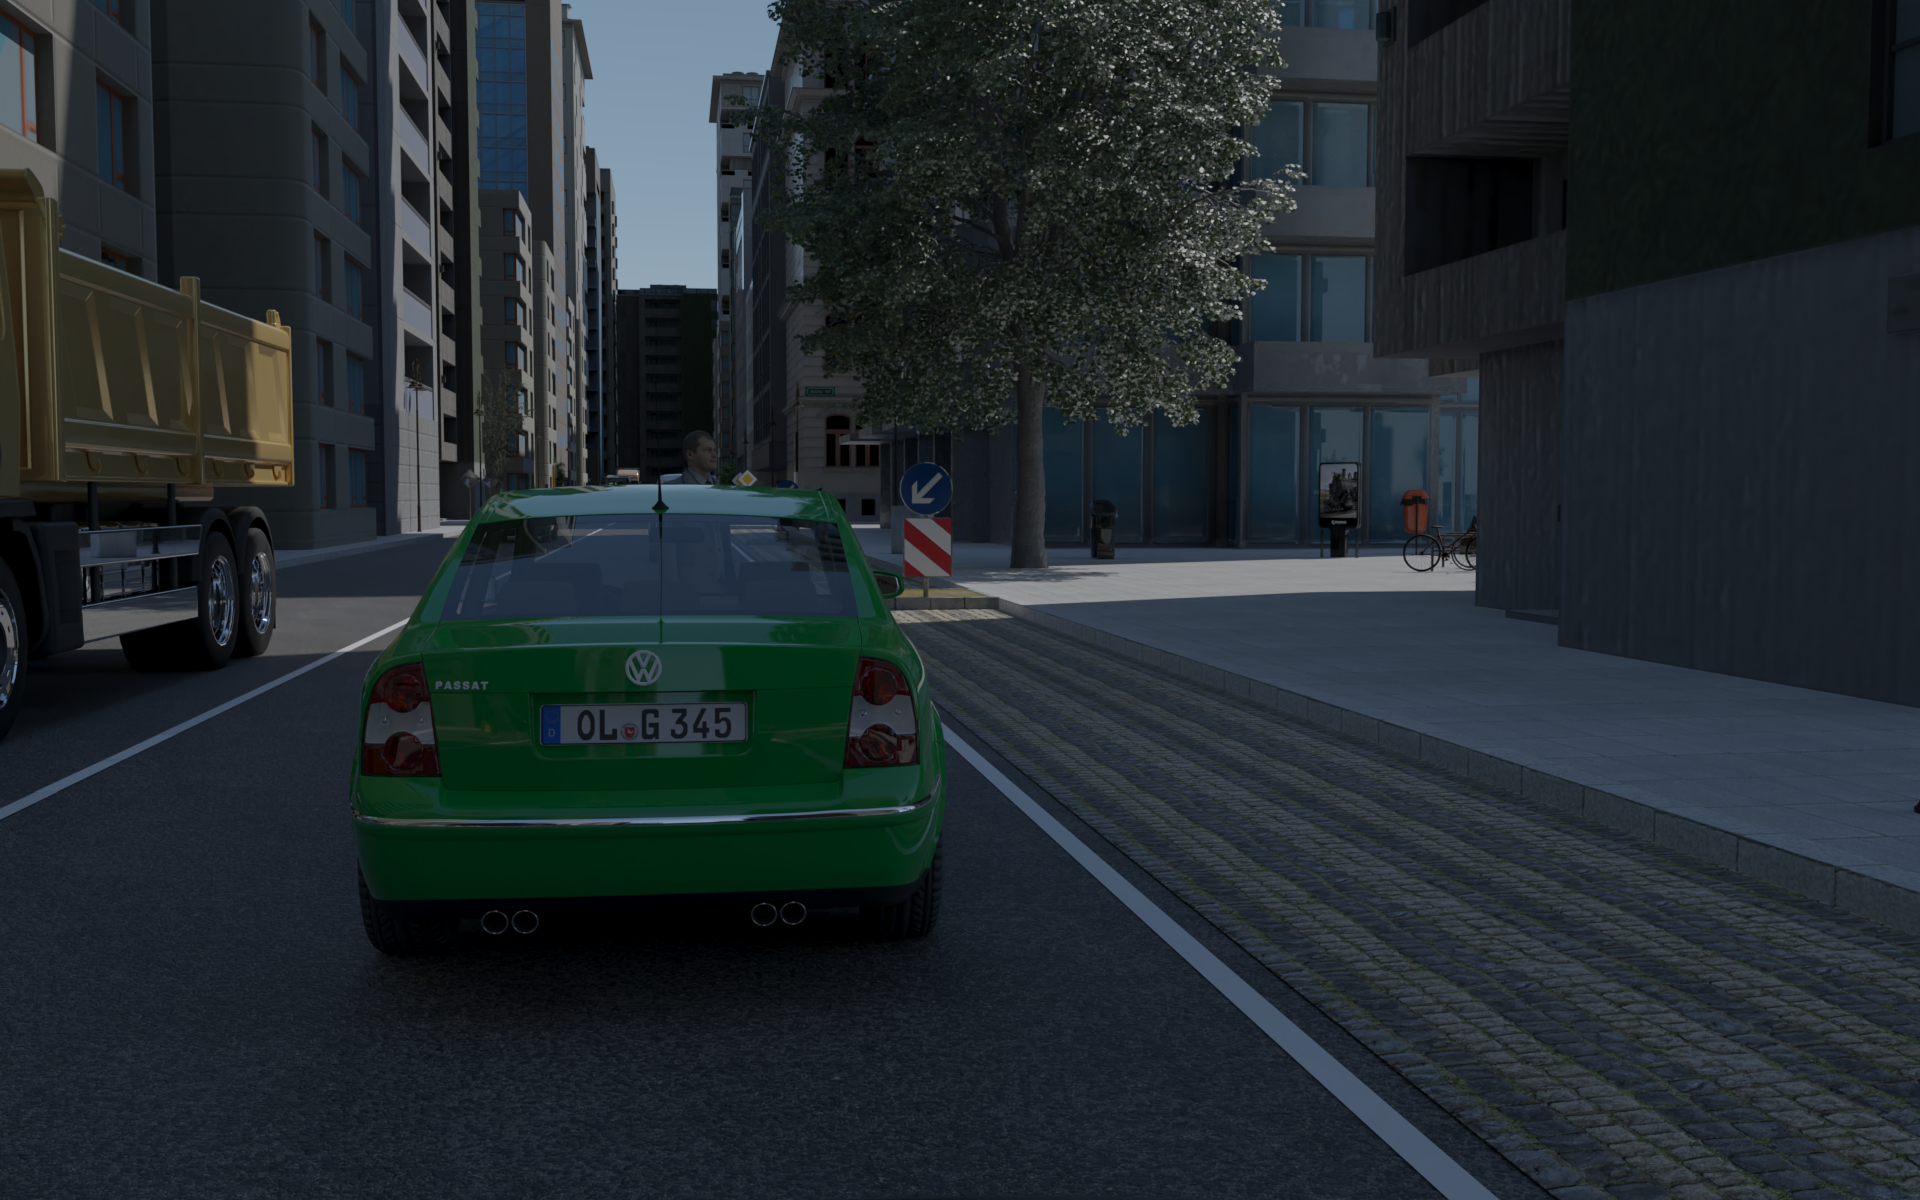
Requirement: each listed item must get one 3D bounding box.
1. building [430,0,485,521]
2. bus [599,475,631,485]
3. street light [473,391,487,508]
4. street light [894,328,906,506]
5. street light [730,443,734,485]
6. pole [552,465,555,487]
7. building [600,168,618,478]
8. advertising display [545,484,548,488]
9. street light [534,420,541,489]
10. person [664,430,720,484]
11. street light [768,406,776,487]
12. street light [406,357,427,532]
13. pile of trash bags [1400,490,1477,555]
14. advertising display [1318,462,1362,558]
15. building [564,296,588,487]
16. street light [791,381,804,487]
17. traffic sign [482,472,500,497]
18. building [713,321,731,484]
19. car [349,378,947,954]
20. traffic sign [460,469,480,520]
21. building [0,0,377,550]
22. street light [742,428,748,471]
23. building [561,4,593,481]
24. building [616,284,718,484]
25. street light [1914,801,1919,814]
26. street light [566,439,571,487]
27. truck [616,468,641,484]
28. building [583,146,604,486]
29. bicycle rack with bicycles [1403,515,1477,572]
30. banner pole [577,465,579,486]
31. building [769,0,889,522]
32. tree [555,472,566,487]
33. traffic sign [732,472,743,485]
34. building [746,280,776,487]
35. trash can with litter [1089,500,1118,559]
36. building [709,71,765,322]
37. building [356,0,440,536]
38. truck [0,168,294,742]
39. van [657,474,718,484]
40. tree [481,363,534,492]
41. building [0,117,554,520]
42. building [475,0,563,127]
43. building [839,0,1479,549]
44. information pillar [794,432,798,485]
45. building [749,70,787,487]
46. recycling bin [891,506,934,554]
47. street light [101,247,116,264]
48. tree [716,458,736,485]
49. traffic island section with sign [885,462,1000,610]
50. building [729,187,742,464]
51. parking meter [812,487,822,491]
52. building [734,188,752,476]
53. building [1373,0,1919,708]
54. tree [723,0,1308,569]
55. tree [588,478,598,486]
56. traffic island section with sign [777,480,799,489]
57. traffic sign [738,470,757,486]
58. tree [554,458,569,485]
[{"bbox_3d":[-30.777,-18.997,82.302,14.160,30.474,14.107,-1,4,-9],"label":"building"},{"bbox_3d":[-32.842,-10.452,165.745,2.948,3.499,13.247,-1,4,-10],"label":"bus"},{"bbox_3d":[-21.431,-6.397,77.378,0.468,5.910,1.993,-1,4,-9],"label":"street light"},{"bbox_3d":[-1.451,-4.064,39.227,0.468,5.910,1.993,-1,4,-9],"label":"street light"},{"bbox_3d":[-20.122,-11.017,152.915,0.468,5.910,1.993,-1,4,-9],"label":"street light"},{"bbox_3d":[-28.697,-7.861,122.373,0.158,3.312,0.155,0,3,0],"label":"pole"},{"bbox_3d":[-59.105,-37.874,242.945,21.600,48.544,21.300,-1,4,-9],"label":"building"},{"bbox_3d":[-26.053,-6.358,109.171,0.123,1.923,0.974,-1,4,-18],"label":"advertising display"},{"bbox_3d":[-26.508,-8.321,108.843,0.468,5.910,1.993,-1,4,-9],"label":"street light"},{"bbox_3d":[-1.551,-0.109,10.376,0.767,1.812,0.694,2,4,29],"label":"person"},{"bbox_3d":[-9.713,-7.152,89.726,0.468,5.910,1.993,-1,4,-9],"label":"street light"},{"bbox_3d":[-18.288,-5.237,58.415,0.468,5.910,1.993,-1,4,-9],"label":"street light"},{"bbox_3d":[11.038,-1.636,36.496,3.447,1.369,1.912,0,4,8],"label":"pile of trash bags"},{"bbox_3d":[7.684,-1.825,35.053,0.123,1.923,0.974,-3,5,-42],"label":"advertising display"},{"bbox_3d":[-50.114,-19.477,163.490,27.650,21.520,28.899,-1,4,-9],"label":"building"},{"bbox_3d":[-6.659,-6.013,71.106,0.468,5.910,1.993,-1,4,-9],"label":"street light"},{"bbox_3d":[-20.921,-4.504,77.287,0.795,2.450,0.064,-1,4,-9],"label":"traffic sign"},{"bbox_3d":[-12.664,-21.045,189.131,27.650,21.520,28.899,-1,4,-9],"label":"building"},{"bbox_3d":[-1.132,0.119,6.850,1.959,1.807,4.718,0,4,-7],"label":"car"},{"bbox_3d":[-19.626,-4.022,69.407,0.795,2.450,0.064,-1,4,-9],"label":"traffic sign"},{"bbox_3d":[-27.627,-11.394,31.336,27.650,21.520,28.899,-1,4,-9],"label":"building"},{"bbox_3d":[-14.986,-9.075,121.159,0.468,5.910,1.993,-1,4,-9],"label":"street light"},{"bbox_3d":[-55.167,-36.758,190.230,28.713,52.752,27.495,-1,4,-9],"label":"building"},{"bbox_3d":[-40.781,-28.770,242.088,14.107,30.474,14.160,-1,4,-9],"label":"building"},{"bbox_3d":[3.935,-2.079,6.780,0.468,5.910,1.993,-1,4,-9],"label":"street light"},{"bbox_3d":[-31.816,-10.274,140.774,0.468,5.910,1.993,-1,4,-9],"label":"street light"},{"bbox_3d":[-35.960,-12.157,187.674,2.839,4.237,11.283,-1,4,-10],"label":"truck"},{"bbox_3d":[-52.579,-34.726,217.881,14.200,45.320,14.600,-1,4,-9],"label":"building"},{"bbox_3d":[9.081,-0.959,29.062,2.925,0.926,2.852,1,4,22],"label":"bicycle rack with bicycles"},{"bbox_3d":[-32.533,-9.641,147.650,0.401,3.779,0.863,-1,4,-15],"label":"banner pole"},{"bbox_3d":[2.699,-18.328,87.057,23.554,28.519,14.401,-1,4,-9],"label":"building"},{"bbox_3d":[-30.409,-8.219,128.984,1.663,3.219,1.824,0,3,0],"label":"tree"},{"bbox_3d":[-10.019,-4.612,79.052,0.795,2.450,0.064,-1,4,-9],"label":"traffic sign"},{"bbox_3d":[-9.994,-16.606,126.261,10.420,20.320,16.860,-1,4,-9],"label":"building"},{"bbox_3d":[2.913,-1.409,34.422,0.624,1.170,1.055,0,4,-5],"label":"trash can with litter"},{"bbox_3d":[-16.418,-38.355,216.337,28.713,52.752,27.495,-1,4,-9],"label":"building"},{"bbox_3d":[-32.804,-31.509,57.178,28.212,58.520,21.231,-1,4,-9],"label":"building"},{"bbox_3d":[-6.944,-0.959,11.602,3.469,3.379,9.791,0,4,-8],"label":"truck"},{"bbox_3d":[-5.903,-1.878,37.718,2.013,2.044,4.112,-1,4,-8],"label":"van"},{"bbox_3d":[-25.810,-8.934,96.438,4.360,8.622,3.978,0,3,0],"label":"tree"},{"bbox_3d":[-41.008,-16.251,110.741,27.650,21.520,28.899,-1,4,-9],"label":"building"},{"bbox_3d":[-39.494,-29.972,140.151,14.600,45.320,14.200,-1,4,-9],"label":"building"},{"bbox_3d":[8.828,-26.527,53.322,23.786,49.044,30.456,-1,4,-9],"label":"building"},{"bbox_3d":[-6.175,-4.517,65.200,0.183,3.616,0.504,-1,4,-15],"label":"information pillar"},{"bbox_3d":[-5.126,-19.085,105.554,14.314,27.812,24.014,-1,4,-9],"label":"building"},{"bbox_3d":[-1.019,-1.509,37.231,0.722,1.027,0.722,1,4,22],"label":"recycling bin"},{"bbox_3d":[-13.124,-3.314,26.965,0.468,5.910,1.993,-1,4,-9],"label":"street light"},{"bbox_3d":[-20.364,-10.558,156.343,4.285,4.588,4.351,0,3,0],"label":"tree"},{"bbox_3d":[-0.641,-0.830,22.205,1.989,1.847,2.006,-1,4,-9],"label":"traffic island section with sign"},{"bbox_3d":[-15.099,-24.139,166.380,14.160,30.474,14.107,-1,4,-9],"label":"building"},{"bbox_3d":[-5.018,-3.202,60.758,0.372,1.533,0.369,0,3,0],"label":"parking meter"},{"bbox_3d":[-12.373,-19.976,144.637,12.078,24.808,19.932,-1,4,-9],"label":"building"},{"bbox_3d":[11.632,-14.996,16.893,14.160,30.474,14.107,-1,4,-9],"label":"building"},{"bbox_3d":[1.090,-7.527,29.729,9.857,13.997,8.962,0,3,0],"label":"tree"},{"bbox_3d":[-44.556,-13.283,211.780,1.663,3.219,1.824,0,3,0],"label":"tree"},{"bbox_3d":[-5.012,-2.457,48.805,1.989,1.847,2.006,-1,4,-9],"label":"traffic island section with sign"},{"bbox_3d":[-8.724,-4.130,71.172,0.795,2.450,0.064,-1,4,-9],"label":"traffic sign"},{"bbox_3d":[-31.618,-9.122,132.864,4.285,4.588,4.351,0,3,0],"label":"tree"}]
